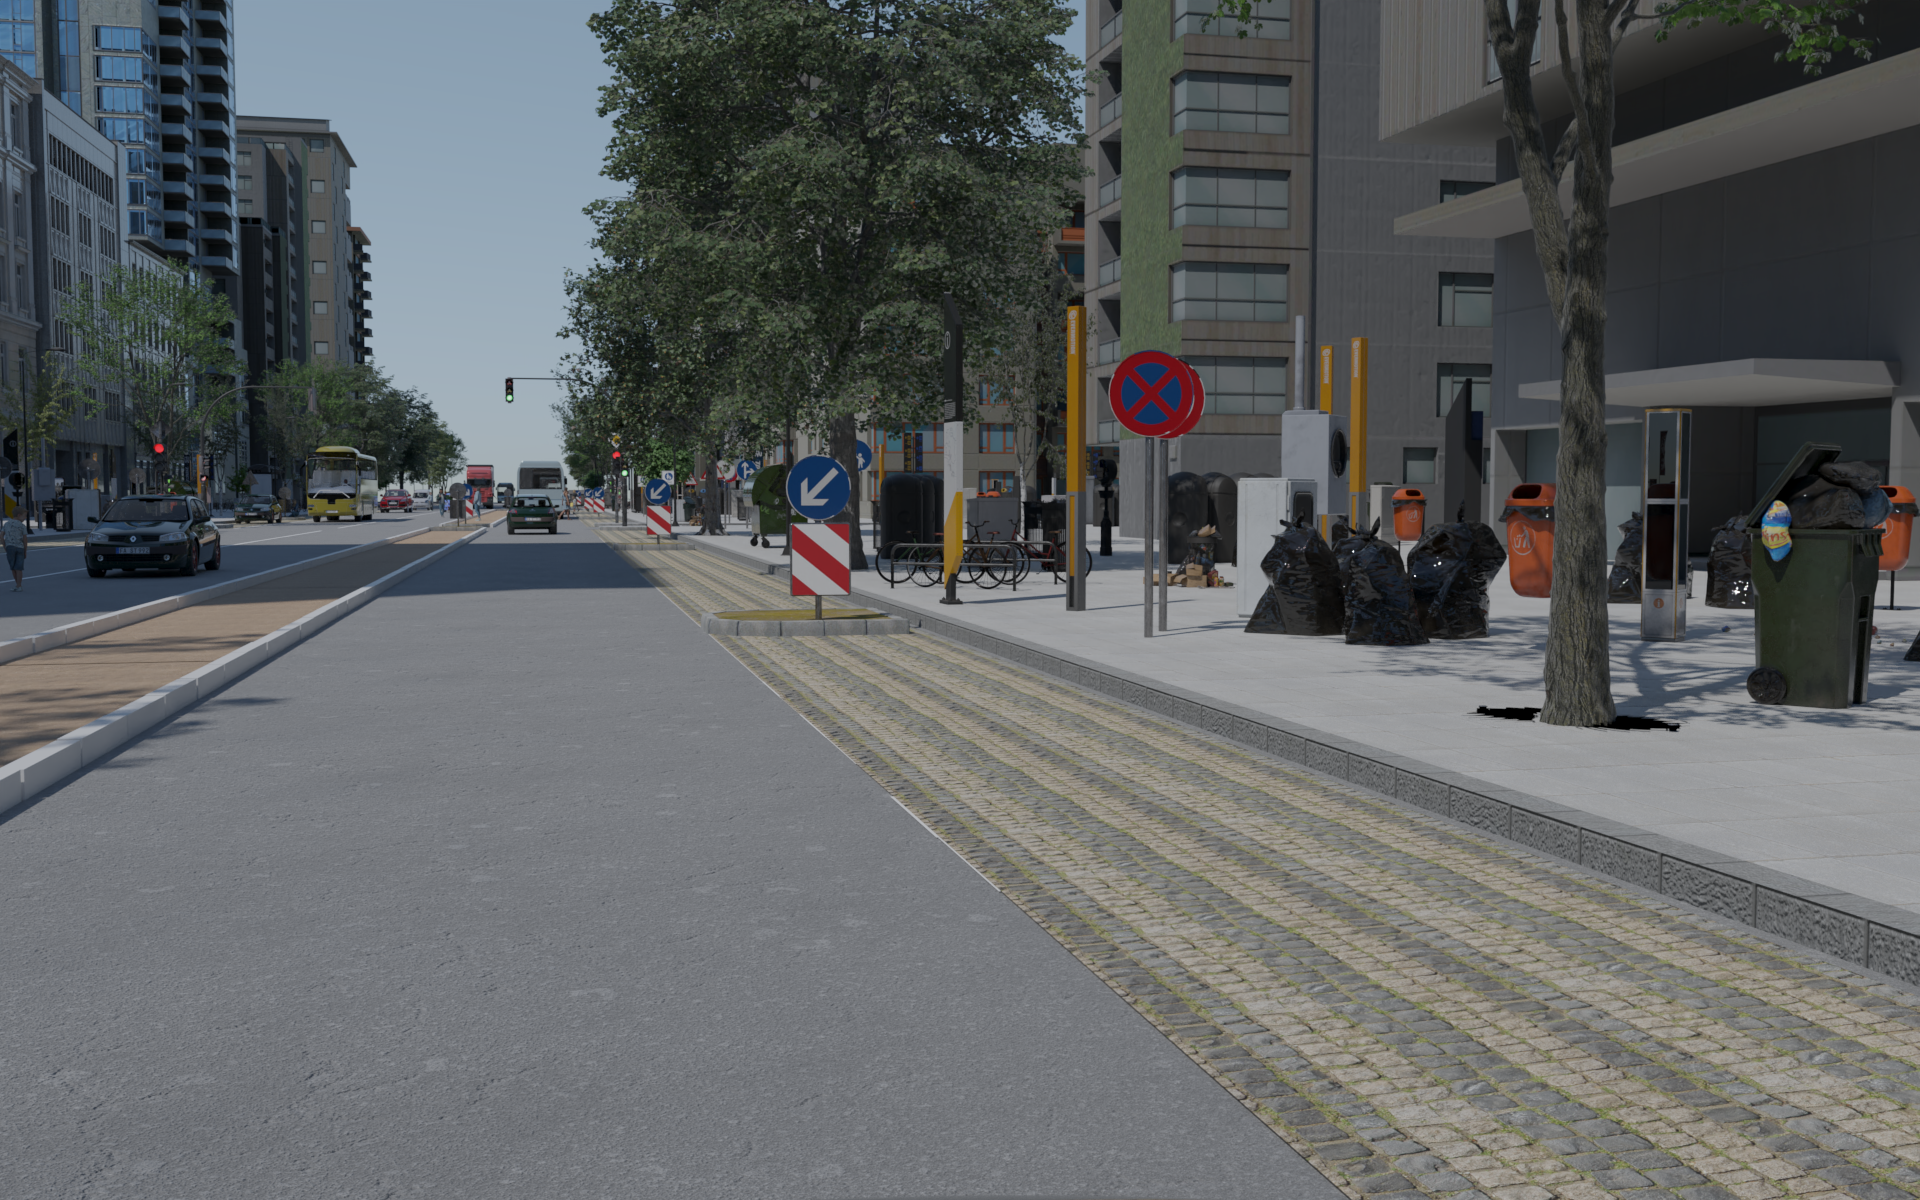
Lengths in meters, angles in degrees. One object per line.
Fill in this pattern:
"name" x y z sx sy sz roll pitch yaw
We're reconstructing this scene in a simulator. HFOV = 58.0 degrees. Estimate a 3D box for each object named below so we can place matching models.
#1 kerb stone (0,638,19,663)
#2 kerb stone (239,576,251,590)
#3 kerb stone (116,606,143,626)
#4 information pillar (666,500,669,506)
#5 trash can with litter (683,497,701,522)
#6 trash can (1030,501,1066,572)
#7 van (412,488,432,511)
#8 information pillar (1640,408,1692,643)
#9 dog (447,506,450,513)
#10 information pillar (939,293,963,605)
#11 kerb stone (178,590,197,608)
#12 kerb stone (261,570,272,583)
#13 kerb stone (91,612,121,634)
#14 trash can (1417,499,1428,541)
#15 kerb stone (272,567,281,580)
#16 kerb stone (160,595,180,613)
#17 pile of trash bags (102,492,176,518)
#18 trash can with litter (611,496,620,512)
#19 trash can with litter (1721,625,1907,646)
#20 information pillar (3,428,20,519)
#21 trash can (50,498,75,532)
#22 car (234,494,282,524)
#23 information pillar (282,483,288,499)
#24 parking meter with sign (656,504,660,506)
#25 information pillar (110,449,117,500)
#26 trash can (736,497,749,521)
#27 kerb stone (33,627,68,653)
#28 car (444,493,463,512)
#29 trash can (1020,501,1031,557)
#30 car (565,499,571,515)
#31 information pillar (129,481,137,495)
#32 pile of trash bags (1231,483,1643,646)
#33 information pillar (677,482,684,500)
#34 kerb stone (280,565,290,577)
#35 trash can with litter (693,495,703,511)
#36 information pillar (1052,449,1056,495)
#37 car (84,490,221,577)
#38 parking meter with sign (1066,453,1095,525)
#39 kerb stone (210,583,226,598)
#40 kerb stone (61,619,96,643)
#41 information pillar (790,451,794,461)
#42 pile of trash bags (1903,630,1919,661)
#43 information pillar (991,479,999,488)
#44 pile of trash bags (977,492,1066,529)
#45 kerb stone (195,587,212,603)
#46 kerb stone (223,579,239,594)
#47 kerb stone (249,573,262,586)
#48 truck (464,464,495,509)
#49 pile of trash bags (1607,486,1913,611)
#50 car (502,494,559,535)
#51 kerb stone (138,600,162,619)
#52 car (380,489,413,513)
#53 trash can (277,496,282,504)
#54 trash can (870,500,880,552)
"kerb stone" -8.241 0.440 14.997 0.120 0.150 1.000 -1 4 -13
"kerb stone" -10.810 -0.230 25.955 0.120 0.150 1.000 -1 4 -13
"kerb stone" -9.168 0.197 18.980 0.120 0.150 1.000 -1 4 -13
"information pillar" -16.689 -5.746 98.445 0.304 2.012 0.304 0 4 -1
"trash can with litter" -12.094 -4.106 78.521 0.624 1.170 1.055 -3 5 -45
"trash can" 1.665 -1.038 28.624 0.748 1.137 0.748 0 3 0
"van" -47.227 -8.864 151.940 2.013 2.044 4.112 -1 4 -12
"information pillar" 6.142 -0.647 15.072 0.304 2.012 0.304 3 4 39
"dog" -39.111 -6.939 132.738 0.540 0.507 0.406 1 4 10
"information pillar" -0.081 -1.754 20.031 0.183 3.616 0.504 -1 4 -17
"kerb stone" -9.872 0.014 21.965 0.120 0.150 1.000 -1 4 -13
"kerb stone" -11.291 -0.349 27.953 0.120 0.150 1.000 -1 4 -13
"kerb stone" -8.932 0.260 17.985 0.120 0.150 1.000 -1 4 -13
"trash can" 12.441 -2.194 47.521 0.748 1.137 0.748 0 3 0
"kerb stone" -11.529 -0.413 28.947 0.120 0.150 1.000 -1 4 -13
"kerb stone" -9.644 0.077 20.968 0.120 0.150 1.000 -1 4 -13
"pile of trash bags" -40.456 -4.632 85.482 3.447 1.369 1.912 -2 4 -29
"trash can with litter" -25.126 -7.052 126.694 0.624 1.170 1.055 -2 4 -30
"trash can with litter" 7.868 -0.288 15.763 1.678 1.210 2.233 2 4 29
"information pillar" -33.662 -4.291 61.514 0.504 3.616 0.183 -1 4 -15
"trash can" -30.487 -2.888 58.867 0.748 1.137 0.748 0 3 0
"car" -34.286 -4.577 84.617 2.009 1.686 4.222 -1 4 -13
"information pillar" -45.879 -6.923 117.690 0.304 2.012 0.304 -2 4 -30
"parking meter with sign" -17.548 -6.440 101.553 0.543 3.016 1.738 0 4 3
"information pillar" -43.860 -6.020 89.781 0.183 3.616 0.504 0 4 -5
"trash can" -10.367 -4.361 82.961 0.748 1.137 0.748 0 3 0
"kerb stone" -8.462 0.384 15.995 0.120 0.150 1.000 -1 4 -13
"car" -40.273 -7.841 137.784 1.945 1.707 3.694 -1 4 -15
"trash can" 1.581 -1.409 34.695 0.748 1.137 0.748 0 3 0
"car" -28.341 -6.712 121.543 2.131 1.459 4.920 -1 4 -15
"information pillar" -46.559 -5.692 97.559 0.304 2.012 0.304 -3 5 -39
"pile of trash bags" 4.064 -0.334 15.210 1.912 1.369 3.447 -2 4 -26
"information pillar" -15.701 -5.678 97.322 0.304 2.012 0.304 0 4 4
"kerb stone" -11.760 -0.474 29.943 0.120 0.150 1.000 -1 4 -13
"trash can with litter" -14.702 -5.101 94.462 2.233 1.210 1.678 -2 4 -26
"information pillar" 4.840 -5.976 89.058 0.183 3.616 0.504 1 4 19
"car" -14.486 -1.309 31.185 2.009 1.686 4.222 -1 4 -15
"parking meter with sign" 5.316 -4.681 72.788 1.738 3.016 0.543 0 4 1
"kerb stone" -10.350 -0.103 23.963 0.120 0.150 1.000 -1 4 -13
"kerb stone" -8.695 0.318 16.990 0.120 0.150 1.000 -1 4 -13
"information pillar" -8.537 -5.863 87.215 0.183 3.616 0.504 -3 5 -43
"pile of trash bags" 8.415 -0.146 12.139 1.912 1.369 3.447 -1 4 -10
"information pillar" 1.748 -5.023 86.613 0.304 2.012 0.304 -1 4 -12
"pile of trash bags" 2.450 -3.321 64.050 3.447 1.369 1.912 2 4 30
"kerb stone" -10.116 -0.047 22.966 0.120 0.150 1.000 -1 4 -13
"kerb stone" -10.581 -0.169 24.959 0.120 0.150 1.000 -1 4 -13
"kerb stone" -11.053 -0.291 26.959 0.120 0.150 1.000 -1 4 -13
"truck" -46.111 -10.861 166.488 2.839 4.237 11.283 -1 4 -14
"pile of trash bags" 9.154 -0.624 19.948 1.912 1.369 3.447 -3 5 -44
"car" -15.442 -3.218 62.403 2.009 1.686 4.222 -1 4 -15
"kerb stone" -9.405 0.136 19.974 0.120 0.150 1.000 -1 4 -13
"car" -43.254 -7.602 132.961 2.281 1.827 5.304 -1 4 -12
"trash can" -53.280 -7.588 135.716 0.748 1.137 0.748 0 3 0
"trash can" -1.639 -1.649 38.612 0.748 1.137 0.748 0 3 0
